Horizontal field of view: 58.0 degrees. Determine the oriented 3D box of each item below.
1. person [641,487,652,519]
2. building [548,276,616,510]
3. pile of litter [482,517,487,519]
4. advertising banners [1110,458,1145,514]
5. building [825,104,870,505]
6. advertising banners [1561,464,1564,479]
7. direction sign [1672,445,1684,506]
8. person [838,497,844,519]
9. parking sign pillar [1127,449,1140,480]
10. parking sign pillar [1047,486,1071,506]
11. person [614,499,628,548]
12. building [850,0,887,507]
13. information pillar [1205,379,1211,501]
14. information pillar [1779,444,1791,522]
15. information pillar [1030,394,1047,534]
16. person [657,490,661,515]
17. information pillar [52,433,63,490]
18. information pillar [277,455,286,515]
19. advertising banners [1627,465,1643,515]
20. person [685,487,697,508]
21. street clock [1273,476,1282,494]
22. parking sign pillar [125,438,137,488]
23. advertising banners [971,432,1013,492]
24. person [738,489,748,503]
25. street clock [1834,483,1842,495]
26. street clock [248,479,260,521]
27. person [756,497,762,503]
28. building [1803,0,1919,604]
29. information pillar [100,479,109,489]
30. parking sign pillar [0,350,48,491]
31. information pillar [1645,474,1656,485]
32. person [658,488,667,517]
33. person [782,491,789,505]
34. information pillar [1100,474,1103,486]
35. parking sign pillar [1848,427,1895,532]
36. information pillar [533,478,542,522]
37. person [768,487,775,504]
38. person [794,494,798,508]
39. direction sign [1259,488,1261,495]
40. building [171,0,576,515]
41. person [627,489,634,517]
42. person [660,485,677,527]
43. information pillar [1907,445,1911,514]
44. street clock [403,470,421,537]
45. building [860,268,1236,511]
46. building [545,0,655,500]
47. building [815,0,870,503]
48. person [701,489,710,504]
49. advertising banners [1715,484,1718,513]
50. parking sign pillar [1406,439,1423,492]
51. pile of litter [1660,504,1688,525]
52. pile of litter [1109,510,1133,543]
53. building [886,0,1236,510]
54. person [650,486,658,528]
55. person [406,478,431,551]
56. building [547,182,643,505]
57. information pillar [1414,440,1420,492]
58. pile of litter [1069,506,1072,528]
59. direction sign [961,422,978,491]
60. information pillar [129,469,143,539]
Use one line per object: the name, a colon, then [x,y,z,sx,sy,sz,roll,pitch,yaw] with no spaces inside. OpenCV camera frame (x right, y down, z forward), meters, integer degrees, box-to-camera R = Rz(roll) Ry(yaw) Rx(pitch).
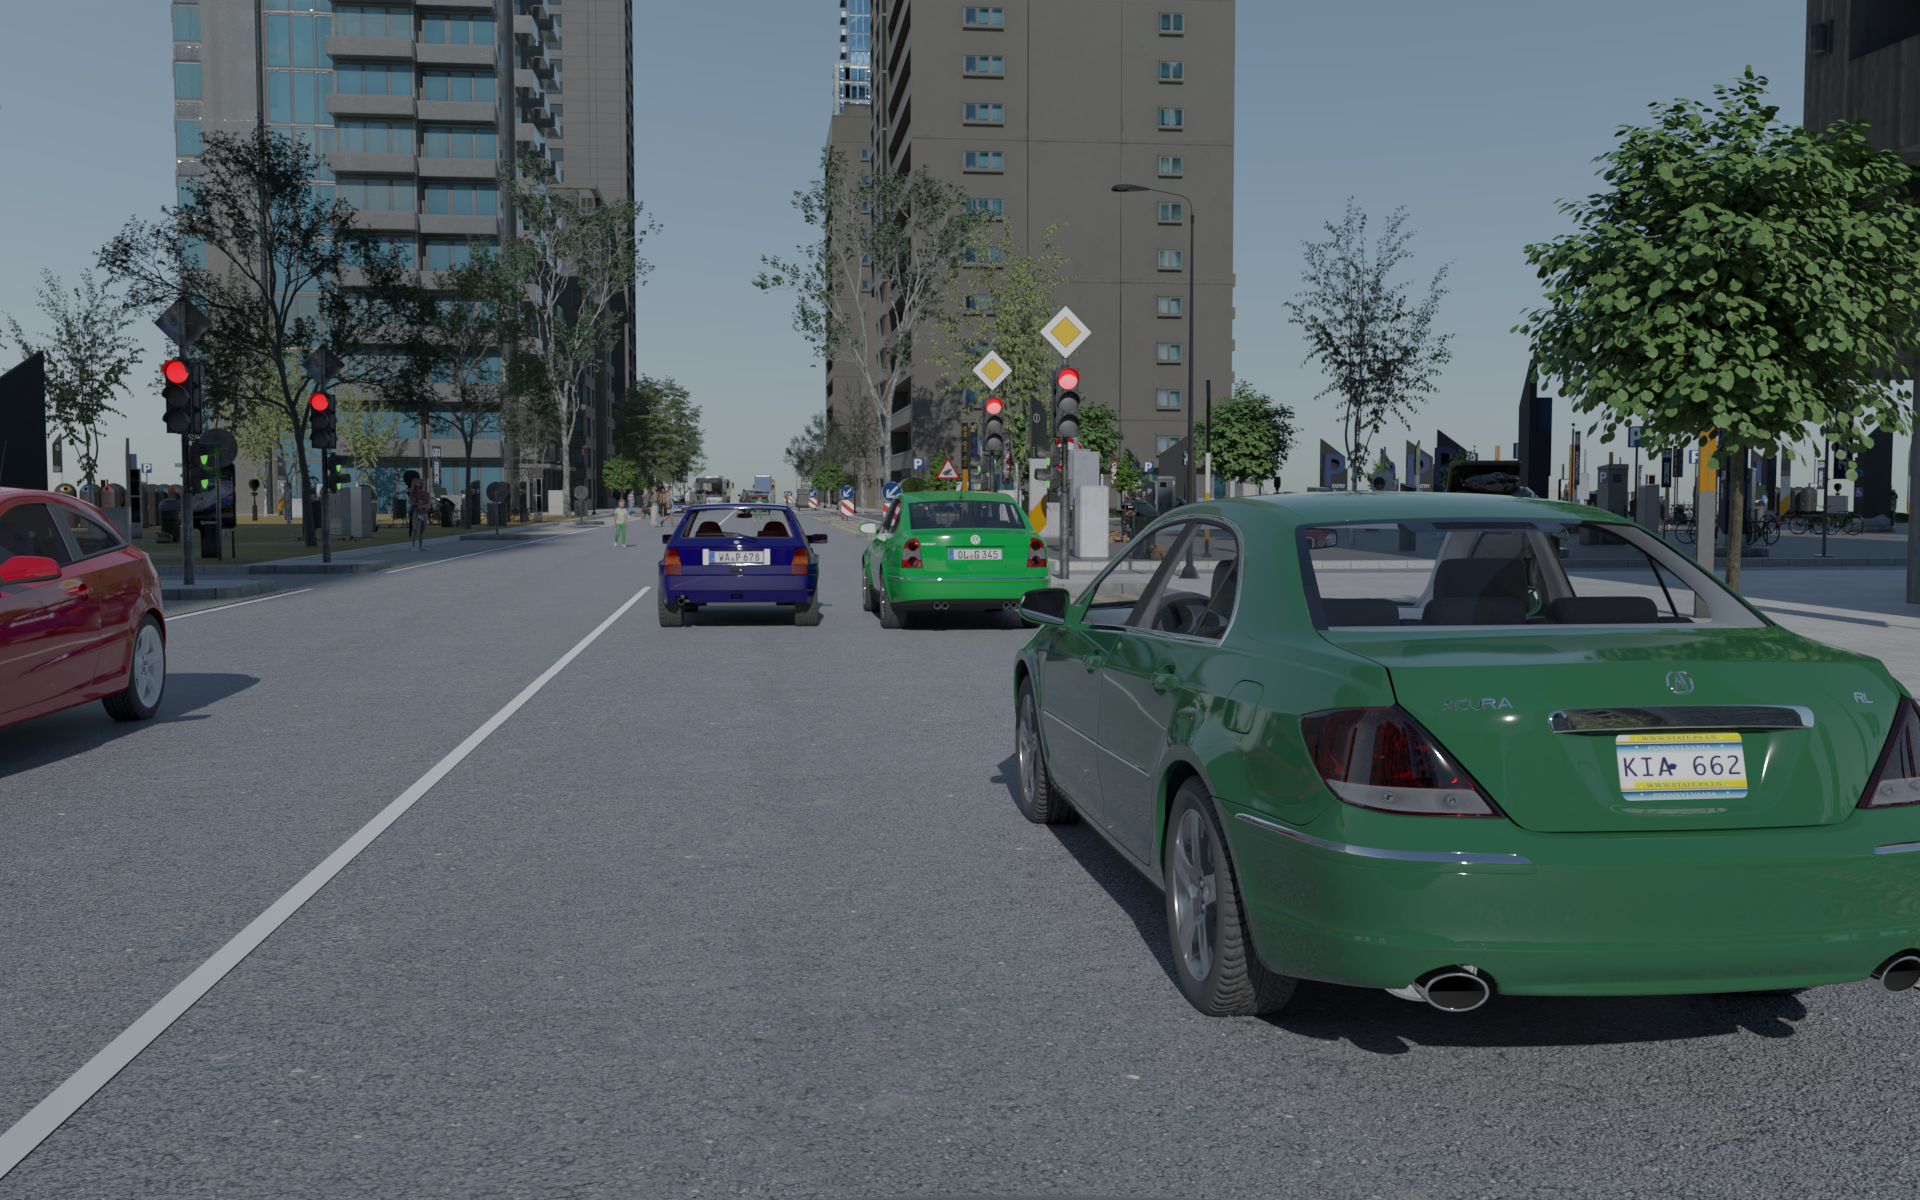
person: [-18.114,-5.608,100.158,0.822,1.834,0.622,-3,4,-36]
building: [-45.220,-18.673,150.337,27.650,21.520,28.899,0,4,-7]
pile of litter: [-24.296,-4.684,90.550,1.176,0.858,1.719,-3,5,-39]
advertising banners: [8.153,-5.322,83.208,2.074,3.025,0.090,0,4,-1]
building: [-5.432,-36.026,212.723,21.300,48.544,21.600,0,4,-7]
advertising banners: [34.844,-6.397,100.781,0.090,3.025,2.074,0,4,4]
direction sign: [33.538,-5.441,80.959,0.876,3.537,0.379,-3,4,-38]
person: [-6.630,-5.175,97.376,0.475,1.303,0.640,-2,4,-23]
parking sign pillar: [10.158,-6.980,102.602,1.447,3.967,1.447,-2,4,-27]
parking sign pillar: [5.561,-6.635,96.948,1.447,3.967,1.447,-1,4,-14]
person: [-9.122,-2.066,46.525,0.306,1.304,0.590,-2,4,-35]
building: [-0.237,-44.835,171.302,20.563,71.187,20.611,0,4,-7]
information pillar: [5.030,-2.680,35.173,0.183,3.616,0.504,0,4,7]
information pillar: [38.367,-5.454,80.524,0.183,3.616,0.504,-2,4,-25]
information pillar: [1.830,-3.017,40.682,0.504,3.616,0.183,-3,4,-39]
person: [-20.916,-6.797,120.355,0.721,1.735,1.217,3,5,43]
information pillar: [-34.838,-4.622,66.920,0.504,3.616,0.183,2,4,27]
information pillar: [-40.891,-6.915,104.420,0.504,3.616,0.183,-3,5,-40]
advertising banners: [39.914,-6.513,102.675,2.074,3.025,0.090,-3,5,-39]
person: [-15.179,-5.455,97.782,0.679,1.850,0.850,-1,4,-17]
street clock: [12.973,-4.054,70.852,0.358,2.002,0.471,1,4,19]
parking sign pillar: [-40.051,-5.824,83.691,1.447,3.967,1.447,-2,4,-28]
advertising banners: [0.884,-3.248,49.292,0.090,3.025,2.074,-2,4,-35]
person: [-16.874,-7.744,135.107,0.705,1.826,1.348,1,4,23]
street clock: [58.211,-6.747,114.887,0.358,2.002,0.471,-1,4,-21]
street clock: [-33.797,-4.796,82.981,0.358,2.002,0.471,2,4,33]
person: [-10.415,-4.698,89.567,0.590,1.304,0.306,2,4,35]
building: [16.749,-15.011,17.132,14.160,30.474,14.107,0,4,-7]
information pillar: [-42.186,-4.950,85.430,0.304,2.012,0.304,0,4,-8]
parking sign pillar: [-17.624,-2.665,32.051,1.447,3.967,1.447,2,4,28]
information pillar: [25.500,-3.639,63.989,0.304,2.012,0.304,0,4,5]
person: [-18.806,-6.182,109.664,1.348,1.812,0.705,0,4,4]
person: [-18.157,-10.458,180.012,0.750,1.759,0.617,0,4,-1]
information pillar: [5.984,-5.000,73.106,0.183,3.616,0.504,0,4,1]
parking sign pillar: [31.062,-4.308,58.914,1.447,3.967,1.447,-1,4,-22]
information pillar: [-19.520,-4.624,80.101,0.304,2.012,0.304,-2,4,-35]
person: [-10.235,-5.244,94.335,0.391,1.810,0.635,0,4,2]
person: [-16.667,-10.289,177.657,0.756,1.711,0.436,-3,4,-36]
direction sign: [9.855,-3.969,56.886,0.379,3.537,0.876,1,4,20]
building: [-39.953,-30.623,120.292,23.786,49.044,30.456,0,4,-7]
person: [-20.417,-5.995,107.351,0.643,1.720,0.563,-2,4,-35]
person: [-12.740,-4.103,75.677,0.778,1.811,0.616,1,4,9]
information pillar: [44.292,-5.470,80.792,0.183,3.616,0.504,1,4,18]
street clock: [-16.466,-2.905,52.059,0.471,2.002,0.358,0,4,-4]
building: [6.148,-18.572,148.693,27.650,21.520,28.899,0,4,-7]
building: [-50.502,-48.074,224.261,20.563,71.187,20.611,0,4,-7]
building: [-9.527,-57.438,251.787,22.319,86.520,31.000,0,4,-7]
person: [-20.258,-7.885,137.424,0.705,1.824,1.348,1,4,20]
advertising banners: [32.428,-4.774,74.247,0.090,3.025,2.074,2,4,26]
parking sign pillar: [22.481,-5.891,84.788,1.447,3.967,1.447,1,4,14]
pile of litter: [30.218,-3.638,73.441,1.719,0.858,1.176,-2,4,-35]
pile of litter: [4.264,-1.978,46.298,1.176,0.858,1.719,3,5,41]
building: [6.286,-30.454,121.622,21.300,48.544,21.600,0,4,-7]
person: [-13.064,-3.968,73.927,0.362,1.759,0.519,0,4,3]
person: [-13.539,-2.129,43.291,0.573,1.828,0.580,0,4,-5]
building: [-53.905,-31.224,202.386,32.217,40.220,23.993,0,4,-7]
information pillar: [19.758,-5.109,74.895,0.183,3.616,0.504,2,4,35]
pile of litter: [4.437,-3.169,65.784,1.176,0.858,1.719,-1,4,-19]
direction sign: [0.295,-3.837,54.724,0.379,3.537,0.876,-2,4,-34]
information pillar: [-23.741,-2.776,49.884,0.304,2.012,0.304,-1,4,-22]
